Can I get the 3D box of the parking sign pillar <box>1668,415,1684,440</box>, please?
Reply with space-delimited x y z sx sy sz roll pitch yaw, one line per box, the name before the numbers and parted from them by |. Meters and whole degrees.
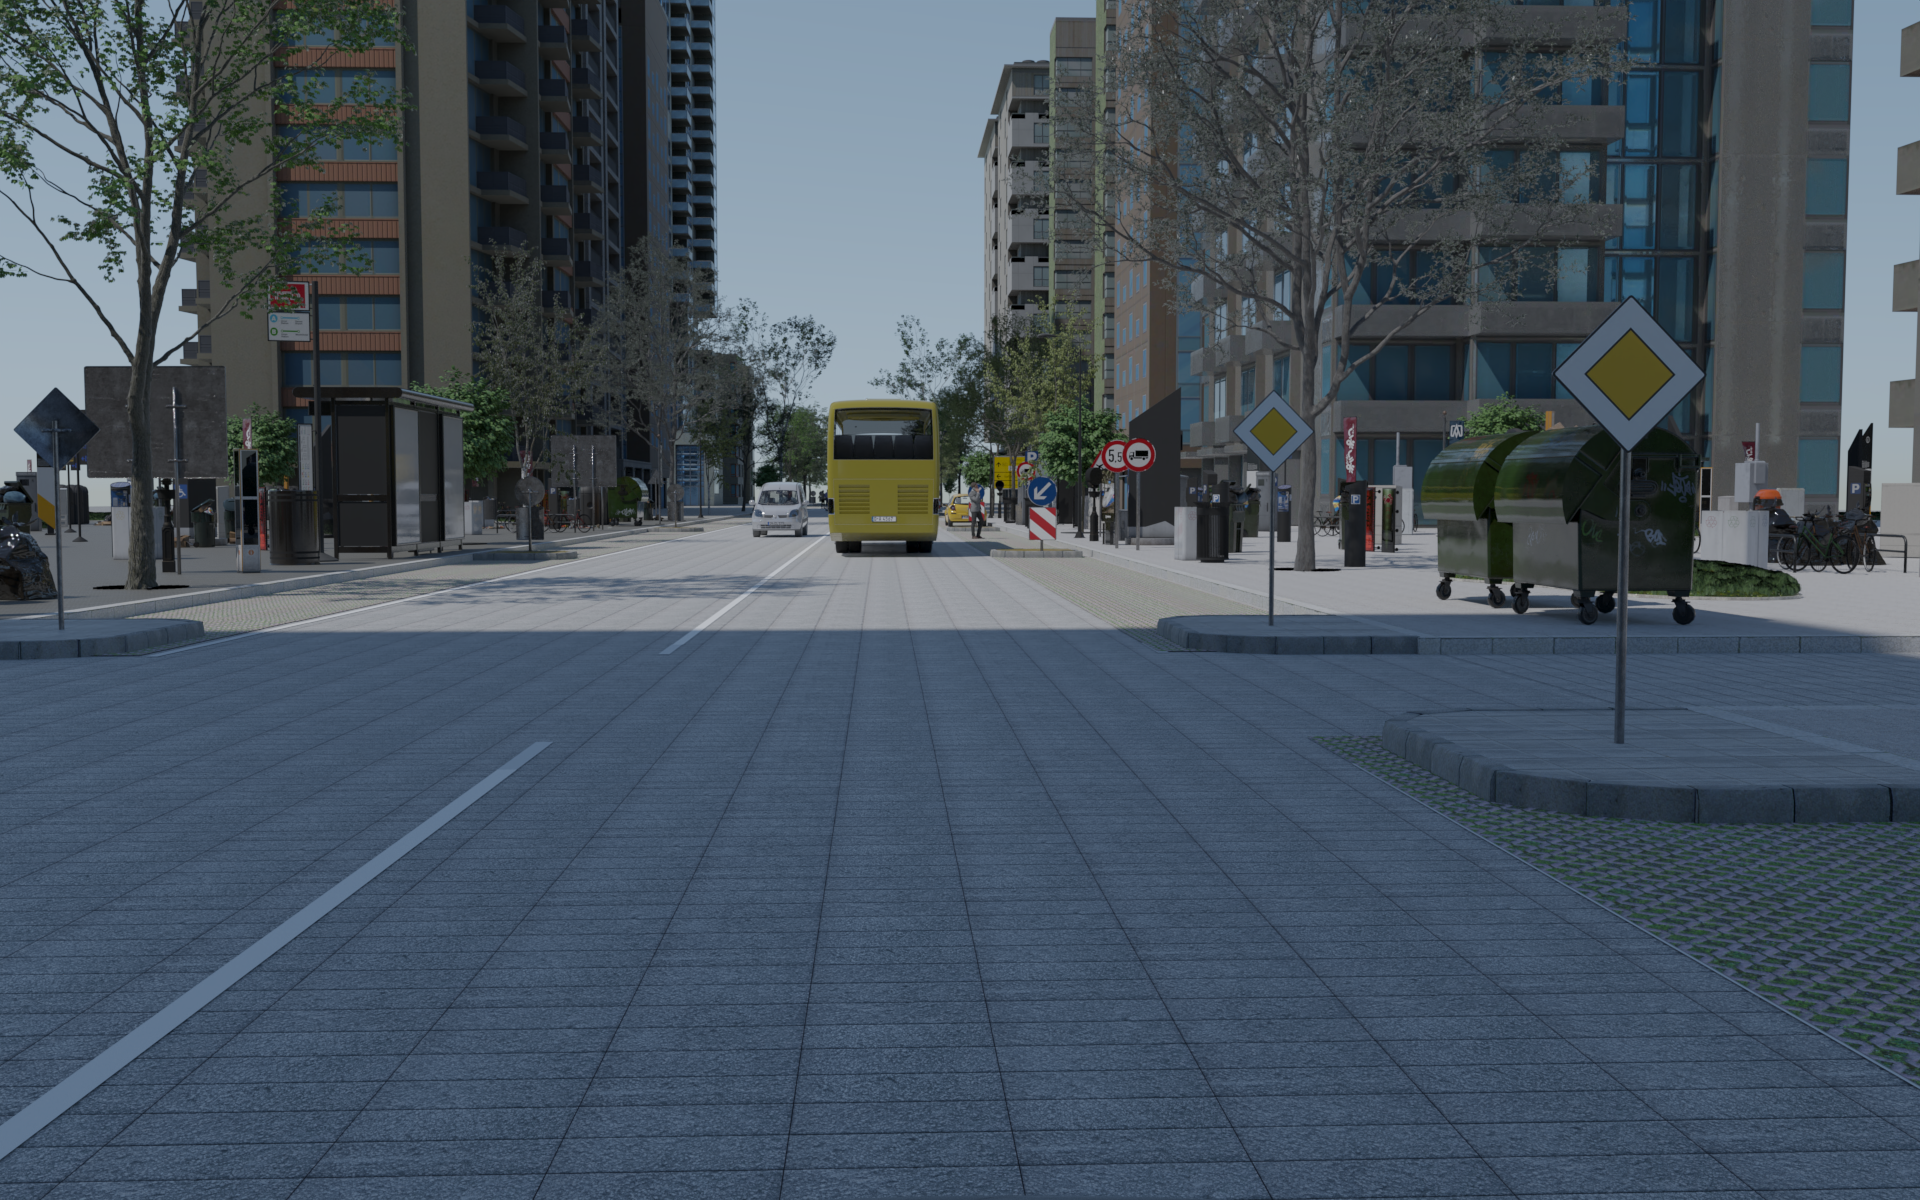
parking sign pillar | 24.141 -4.302 58.814 1.447 3.967 1.447 0 4 5

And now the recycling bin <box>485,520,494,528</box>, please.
recycling bin | -18.312 -3.280 66.182 0.722 1.027 0.722 3 4 38

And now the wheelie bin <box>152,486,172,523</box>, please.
wheelie bin | -32.120 -3.774 69.609 0.693 1.594 0.980 -3 5 -45

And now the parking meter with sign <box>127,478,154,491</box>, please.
parking meter with sign | -36.959 -4.980 77.689 0.543 3.016 1.738 2 4 33

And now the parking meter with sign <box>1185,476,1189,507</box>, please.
parking meter with sign | 8.638 -4.386 67.974 0.543 3.016 1.738 3 5 43

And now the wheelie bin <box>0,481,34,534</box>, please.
wheelie bin | -22.642 -2.051 41.440 0.980 1.594 0.693 2 4 32

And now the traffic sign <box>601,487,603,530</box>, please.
traffic sign | -12.814 -3.665 62.045 0.606 2.300 0.079 0 4 5

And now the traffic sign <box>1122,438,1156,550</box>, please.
traffic sign | 4.049 -2.400 39.349 0.768 2.556 0.104 0 4 -2

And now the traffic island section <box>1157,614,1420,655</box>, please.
traffic island section | 3.054 0.329 16.908 2.009 0.180 2.903 0 4 -3

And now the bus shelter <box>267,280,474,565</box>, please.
bus shelter | -12.024 -3.527 35.303 2.179 5.291 8.768 0 4 -3

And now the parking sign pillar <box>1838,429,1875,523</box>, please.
parking sign pillar | 37.526 -5.134 72.420 1.447 3.967 1.447 1 4 9

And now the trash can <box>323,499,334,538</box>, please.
trash can | -18.422 -2.376 50.505 0.748 1.137 0.748 0 3 0

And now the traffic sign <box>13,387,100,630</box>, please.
traffic sign | -8.502 -0.776 16.332 0.795 2.450 0.064 0 4 -3

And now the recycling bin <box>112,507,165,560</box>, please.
recycling bin | -16.137 -1.314 34.045 0.722 1.027 0.722 0 4 3

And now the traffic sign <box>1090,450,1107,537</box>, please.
traffic sign | 4.181 -3.153 51.556 0.884 2.594 0.081 0 4 0

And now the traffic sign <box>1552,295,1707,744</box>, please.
traffic sign | 3.391 -0.319 8.853 0.795 2.450 0.064 0 4 -3

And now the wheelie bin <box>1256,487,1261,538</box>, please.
wheelie bin | 8.566 -2.650 51.229 0.693 1.594 0.980 0 4 7

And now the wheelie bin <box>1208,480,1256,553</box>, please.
wheelie bin | 5.881 -1.835 37.917 0.693 1.594 0.980 3 4 37

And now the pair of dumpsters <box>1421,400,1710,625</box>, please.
pair of dumpsters | 6.477 -1.005 18.923 1.574 2.255 4.437 0 4 -2

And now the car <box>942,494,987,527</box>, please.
car | 0.235 -4.069 76.757 2.015 1.641 3.980 0 4 -3

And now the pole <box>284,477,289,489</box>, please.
pole | -32.080 -5.422 82.486 0.158 3.312 0.155 0 3 0

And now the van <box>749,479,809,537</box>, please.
van | -6.090 -3.168 58.800 2.013 2.044 4.112 0 4 -1

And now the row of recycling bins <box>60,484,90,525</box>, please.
row of recycling bins | -37.868 -4.052 73.356 1.069 1.692 3.534 0 4 -5

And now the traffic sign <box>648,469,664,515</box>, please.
traffic sign | -15.757 -5.490 89.771 0.884 2.594 0.081 0 4 5

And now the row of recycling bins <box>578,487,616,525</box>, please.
row of recycling bins | -15.115 -3.992 72.375 1.069 1.692 3.534 0 4 2

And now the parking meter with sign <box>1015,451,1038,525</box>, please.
parking meter with sign | 2.692 -4.597 71.416 0.543 3.016 1.738 -1 4 -15

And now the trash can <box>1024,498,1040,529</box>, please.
trash can | 2.719 -3.229 64.451 0.748 1.137 0.748 0 3 0

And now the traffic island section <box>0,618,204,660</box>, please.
traffic island section | -8.525 0.360 16.393 2.009 0.180 2.903 0 4 -3

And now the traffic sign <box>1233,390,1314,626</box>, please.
traffic sign | 3.031 -0.807 16.830 0.795 2.450 0.064 0 4 -3

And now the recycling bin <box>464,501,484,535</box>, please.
recycling bin | -15.532 -2.569 54.559 0.722 1.027 0.722 1 4 9

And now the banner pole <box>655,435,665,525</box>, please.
banner pole | -12.626 -5.078 73.036 0.401 3.779 0.863 0 4 2

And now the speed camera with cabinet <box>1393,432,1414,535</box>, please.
speed camera with cabinet | 14.082 -3.706 54.934 0.660 3.252 2.038 1 4 13

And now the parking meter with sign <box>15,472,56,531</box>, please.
parking meter with sign | -32.045 -3.872 59.574 1.738 3.016 0.543 -1 4 -14

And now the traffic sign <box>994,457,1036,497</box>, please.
traffic sign | 2.922 -6.029 92.448 2.265 3.308 0.079 0 3 0

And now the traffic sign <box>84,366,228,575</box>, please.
traffic sign | -12.763 -2.058 27.515 2.265 3.308 0.079 0 4 1

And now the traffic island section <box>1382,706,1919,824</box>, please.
traffic island section | 3.414 0.816 8.931 2.009 0.180 2.903 0 4 -3

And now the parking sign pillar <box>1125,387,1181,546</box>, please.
parking sign pillar | 4.902 -3.381 43.758 1.447 3.967 1.447 0 4 1

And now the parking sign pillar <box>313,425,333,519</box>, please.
parking sign pillar | -24.706 -4.786 66.718 1.447 3.967 1.447 1 4 9

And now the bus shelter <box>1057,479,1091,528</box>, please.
bus shelter | 4.640 -4.724 68.520 1.731 3.624 6.357 0 4 -3

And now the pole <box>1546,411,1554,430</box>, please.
pole | 14.524 -2.989 42.721 0.158 3.312 0.155 0 3 0

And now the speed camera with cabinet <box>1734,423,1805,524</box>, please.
speed camera with cabinet | 22.797 -3.328 48.742 2.038 3.252 0.660 -1 4 -21

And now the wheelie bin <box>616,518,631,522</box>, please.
wheelie bin | -15.409 -4.378 79.485 0.693 1.594 0.980 2 4 31

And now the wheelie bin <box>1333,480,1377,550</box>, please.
wheelie bin | 9.118 -1.961 39.978 0.980 1.594 0.693 0 4 7

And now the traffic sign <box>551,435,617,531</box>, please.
traffic sign | -12.964 -4.025 59.677 2.265 3.308 0.079 0 4 2

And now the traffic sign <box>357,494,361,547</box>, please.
traffic sign | -14.116 -2.479 40.635 0.768 2.556 0.104 0 4 1

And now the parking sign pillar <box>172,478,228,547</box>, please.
parking sign pillar | -18.984 -3.330 42.923 1.447 3.967 1.447 0 4 6

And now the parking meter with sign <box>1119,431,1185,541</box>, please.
parking meter with sign | 5.198 -3.140 47.603 1.738 3.016 0.543 -1 4 -13

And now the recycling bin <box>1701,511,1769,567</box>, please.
recycling bin | 11.697 -0.832 26.157 0.722 1.027 0.722 -3 5 -39

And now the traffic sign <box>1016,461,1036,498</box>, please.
traffic sign | 2.585 -4.136 67.729 0.768 2.556 0.104 0 4 3

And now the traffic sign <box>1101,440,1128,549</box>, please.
traffic sign | 3.698 -2.486 40.759 0.768 2.556 0.104 0 4 6

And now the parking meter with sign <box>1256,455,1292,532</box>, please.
parking meter with sign | 10.495 -3.848 59.177 0.543 3.016 1.738 -3 4 -36

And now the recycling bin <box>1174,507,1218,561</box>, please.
recycling bin | 4.600 -1.291 33.663 0.722 1.027 0.722 0 4 -8

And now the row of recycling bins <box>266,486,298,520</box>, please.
row of recycling bins | -33.757 -4.846 86.337 1.069 1.692 3.534 0 4 4

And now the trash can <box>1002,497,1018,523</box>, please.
trash can | 2.215 -3.939 76.057 0.748 1.137 0.748 0 3 0

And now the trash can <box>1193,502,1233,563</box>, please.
trash can | 4.728 -1.269 32.404 0.748 1.137 0.748 0 3 0
